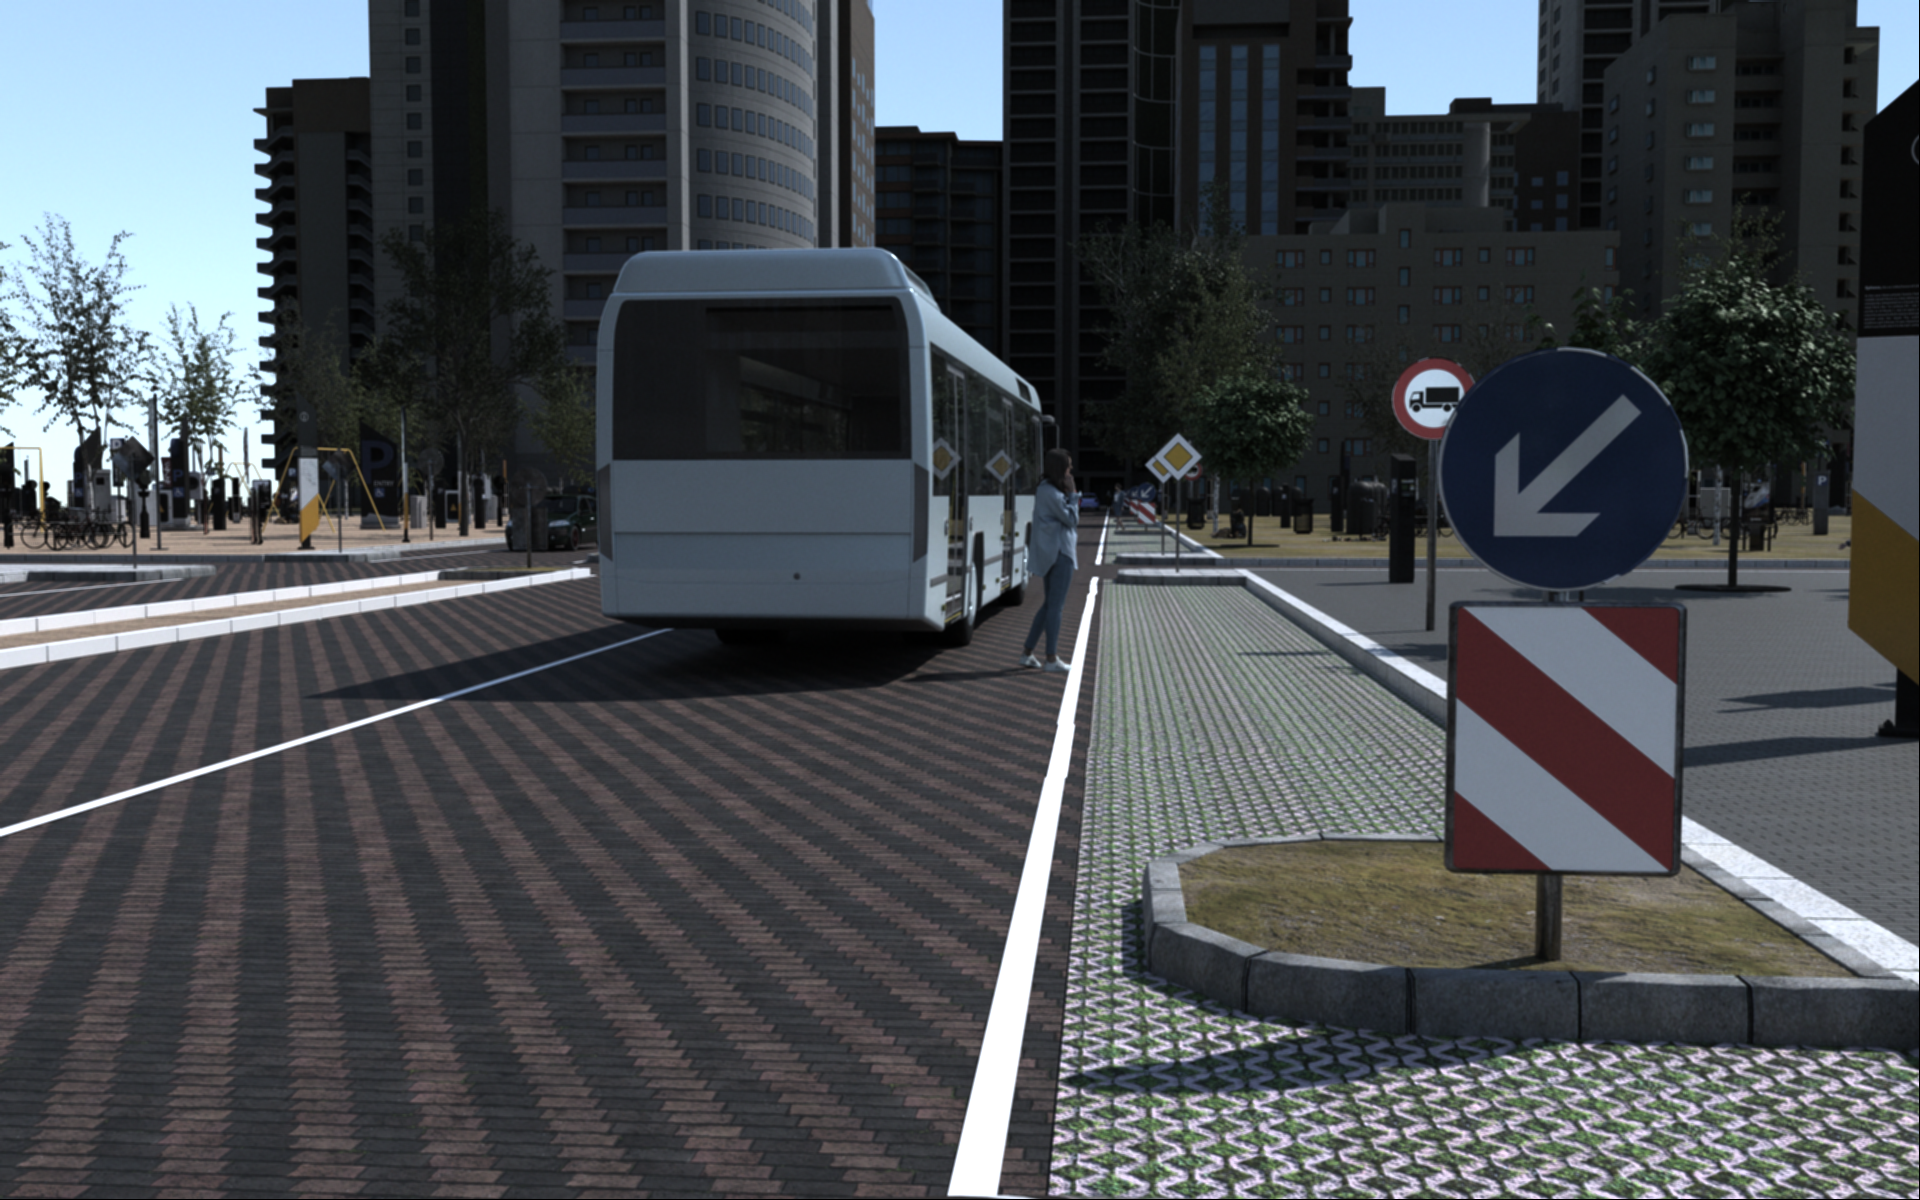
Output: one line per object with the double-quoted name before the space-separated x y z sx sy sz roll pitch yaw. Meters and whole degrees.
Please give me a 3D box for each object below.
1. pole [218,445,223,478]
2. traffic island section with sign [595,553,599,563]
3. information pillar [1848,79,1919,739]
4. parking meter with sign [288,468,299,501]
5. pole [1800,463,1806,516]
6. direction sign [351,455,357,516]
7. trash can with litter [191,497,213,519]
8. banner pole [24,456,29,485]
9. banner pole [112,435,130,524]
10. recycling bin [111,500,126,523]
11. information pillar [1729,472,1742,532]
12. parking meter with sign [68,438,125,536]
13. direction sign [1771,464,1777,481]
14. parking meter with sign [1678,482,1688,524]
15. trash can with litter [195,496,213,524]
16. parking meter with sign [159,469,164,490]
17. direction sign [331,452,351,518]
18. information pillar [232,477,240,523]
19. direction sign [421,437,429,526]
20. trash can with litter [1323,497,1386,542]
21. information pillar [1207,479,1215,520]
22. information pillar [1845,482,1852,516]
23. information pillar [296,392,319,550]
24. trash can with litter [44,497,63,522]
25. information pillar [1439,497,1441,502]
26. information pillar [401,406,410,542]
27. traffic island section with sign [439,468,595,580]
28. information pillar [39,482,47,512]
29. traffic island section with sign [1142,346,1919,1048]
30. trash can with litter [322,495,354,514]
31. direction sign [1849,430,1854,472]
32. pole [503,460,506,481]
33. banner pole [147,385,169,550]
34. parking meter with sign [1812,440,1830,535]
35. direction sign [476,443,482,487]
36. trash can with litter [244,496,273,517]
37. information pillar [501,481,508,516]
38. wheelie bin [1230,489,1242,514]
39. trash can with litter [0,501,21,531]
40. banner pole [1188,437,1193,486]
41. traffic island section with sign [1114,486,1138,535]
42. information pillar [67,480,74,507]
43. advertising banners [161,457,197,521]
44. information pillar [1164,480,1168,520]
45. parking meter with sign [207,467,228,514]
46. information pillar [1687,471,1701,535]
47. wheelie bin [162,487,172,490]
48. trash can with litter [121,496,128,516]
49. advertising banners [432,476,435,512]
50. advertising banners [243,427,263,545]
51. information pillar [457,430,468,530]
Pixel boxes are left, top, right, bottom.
"pole" -30.966 -4.817 72.594 0.158 3.312 0.155 0 3 0
"traffic island section with sign" -6.895 -1.759 36.902 2.006 1.907 1.989 0 4 5
"information pillar" 4.981 -1.085 9.092 0.504 3.616 0.183 2 4 26
"parking meter with sign" -44.378 -7.296 115.545 0.543 3.016 1.738 -2 4 -31
"pole" 45.416 -6.082 93.288 0.158 3.312 0.155 0 3 0
"direction sign" -36.559 -6.831 103.676 0.379 3.537 0.876 1 4 18
"trash can with litter" -38.617 -4.716 88.166 1.678 1.210 2.233 0 4 -3
"banner pole" -60.475 -7.478 112.284 0.401 3.779 0.863 -1 4 -9
"banner pole" -35.535 -5.103 73.456 0.401 3.779 0.863 3 5 41
"recycling bin" -38.015 -3.992 77.830 0.722 1.027 0.722 0 4 6
"information pillar" 25.701 -3.234 57.372 0.304 2.012 0.304 1 4 10
"parking meter with sign" -26.542 -3.485 53.236 0.543 3.016 1.738 1 4 23
"direction sign" 48.002 -6.762 102.562 0.876 3.537 0.379 -2 4 -24
"parking meter with sign" 31.781 -4.846 75.491 1.738 3.016 0.543 -1 4 -12
"trash can with litter" -31.729 -3.777 73.147 1.055 1.170 0.624 -2 4 -28
"parking meter with sign" -45.277 -6.240 98.291 0.543 3.016 1.738 0 4 -3
"direction sign" -33.582 -6.212 93.569 0.876 3.537 0.379 1 4 21
"information pillar" -31.797 -4.378 76.069 0.304 2.012 0.304 -1 4 -21
"direction sign" -21.462 -4.726 69.266 0.379 3.537 0.876 -1 4 -23
"trash can with litter" 10.782 -2.222 47.389 2.233 1.210 1.678 -1 4 -20
"information pillar" 12.616 -5.047 87.017 0.304 2.012 0.304 -3 4 -36
"information pillar" 52.611 -5.992 102.468 0.304 2.012 0.304 -3 5 -43
"information pillar" -15.068 -2.975 40.001 0.183 3.616 0.504 2 4 35
"trash can with litter" -40.328 -4.030 77.283 0.624 1.170 1.055 1 4 19
"information pillar" 23.997 -5.780 85.864 0.504 3.616 0.183 2 4 27
"information pillar" -14.708 -3.337 45.908 0.183 3.616 0.504 -1 4 -22
"traffic island section with sign" -7.550 -1.308 29.523 2.006 1.907 1.989 0 4 5
"information pillar" -54.093 -5.976 102.191 0.304 2.012 0.304 -1 4 -15
"traffic island section with sign" 1.587 0.193 5.467 1.989 1.847 2.006 0 4 5
"trash can with litter" -40.315 -6.162 111.801 2.233 1.210 1.678 0 4 -5
"direction sign" 31.693 -4.208 60.801 0.876 3.537 0.379 1 4 23
"pole" -27.168 -6.699 103.371 0.158 3.312 0.155 0 3 0
"banner pole" -18.600 -3.056 39.986 0.401 3.779 0.863 -3 5 -39
"parking meter with sign" 27.241 -3.582 54.827 0.543 3.016 1.738 1 4 23
"direction sign" -21.359 -5.194 76.917 0.379 3.537 0.876 -2 4 -29
"trash can with litter" -40.241 -5.411 99.531 2.233 1.210 1.678 -1 4 -22
"information pillar" -26.588 -5.906 101.063 0.304 2.012 0.304 1 4 15
"wheelie bin" 16.413 -5.780 102.404 0.980 1.594 0.693 3 5 40
"trash can with litter" -34.311 -3.086 61.516 1.678 1.210 2.233 -2 4 -31
"banner pole" 9.116 -4.797 68.447 0.401 3.779 0.863 1 4 21
"traffic island section with sign" 6.436 -3.198 60.918 1.989 1.847 2.006 0 4 5
"information pillar" -46.782 -5.302 91.172 0.304 2.012 0.304 -3 5 -42
"advertising banners" -36.547 -5.219 81.513 2.074 3.025 0.090 0 4 1
"information pillar" 10.337 -5.071 87.406 0.304 2.012 0.304 0 4 3
"parking meter with sign" -47.668 -7.042 111.399 1.738 3.016 0.543 2 4 34
"information pillar" 23.000 -3.045 54.283 0.304 2.012 0.304 2 4 35
"wheelie bin" -36.534 -4.410 80.005 0.693 1.594 0.980 1 4 21
"trash can with litter" -48.624 -5.553 101.851 2.233 1.210 1.678 -1 4 -22
"advertising banners" -32.665 -6.872 108.549 2.074 3.025 0.090 3 5 41
"advertising banners" -18.197 -2.958 44.550 0.090 3.025 2.074 -2 4 -32
"information pillar" -17.787 -4.317 61.934 0.504 3.616 0.183 3 4 39
